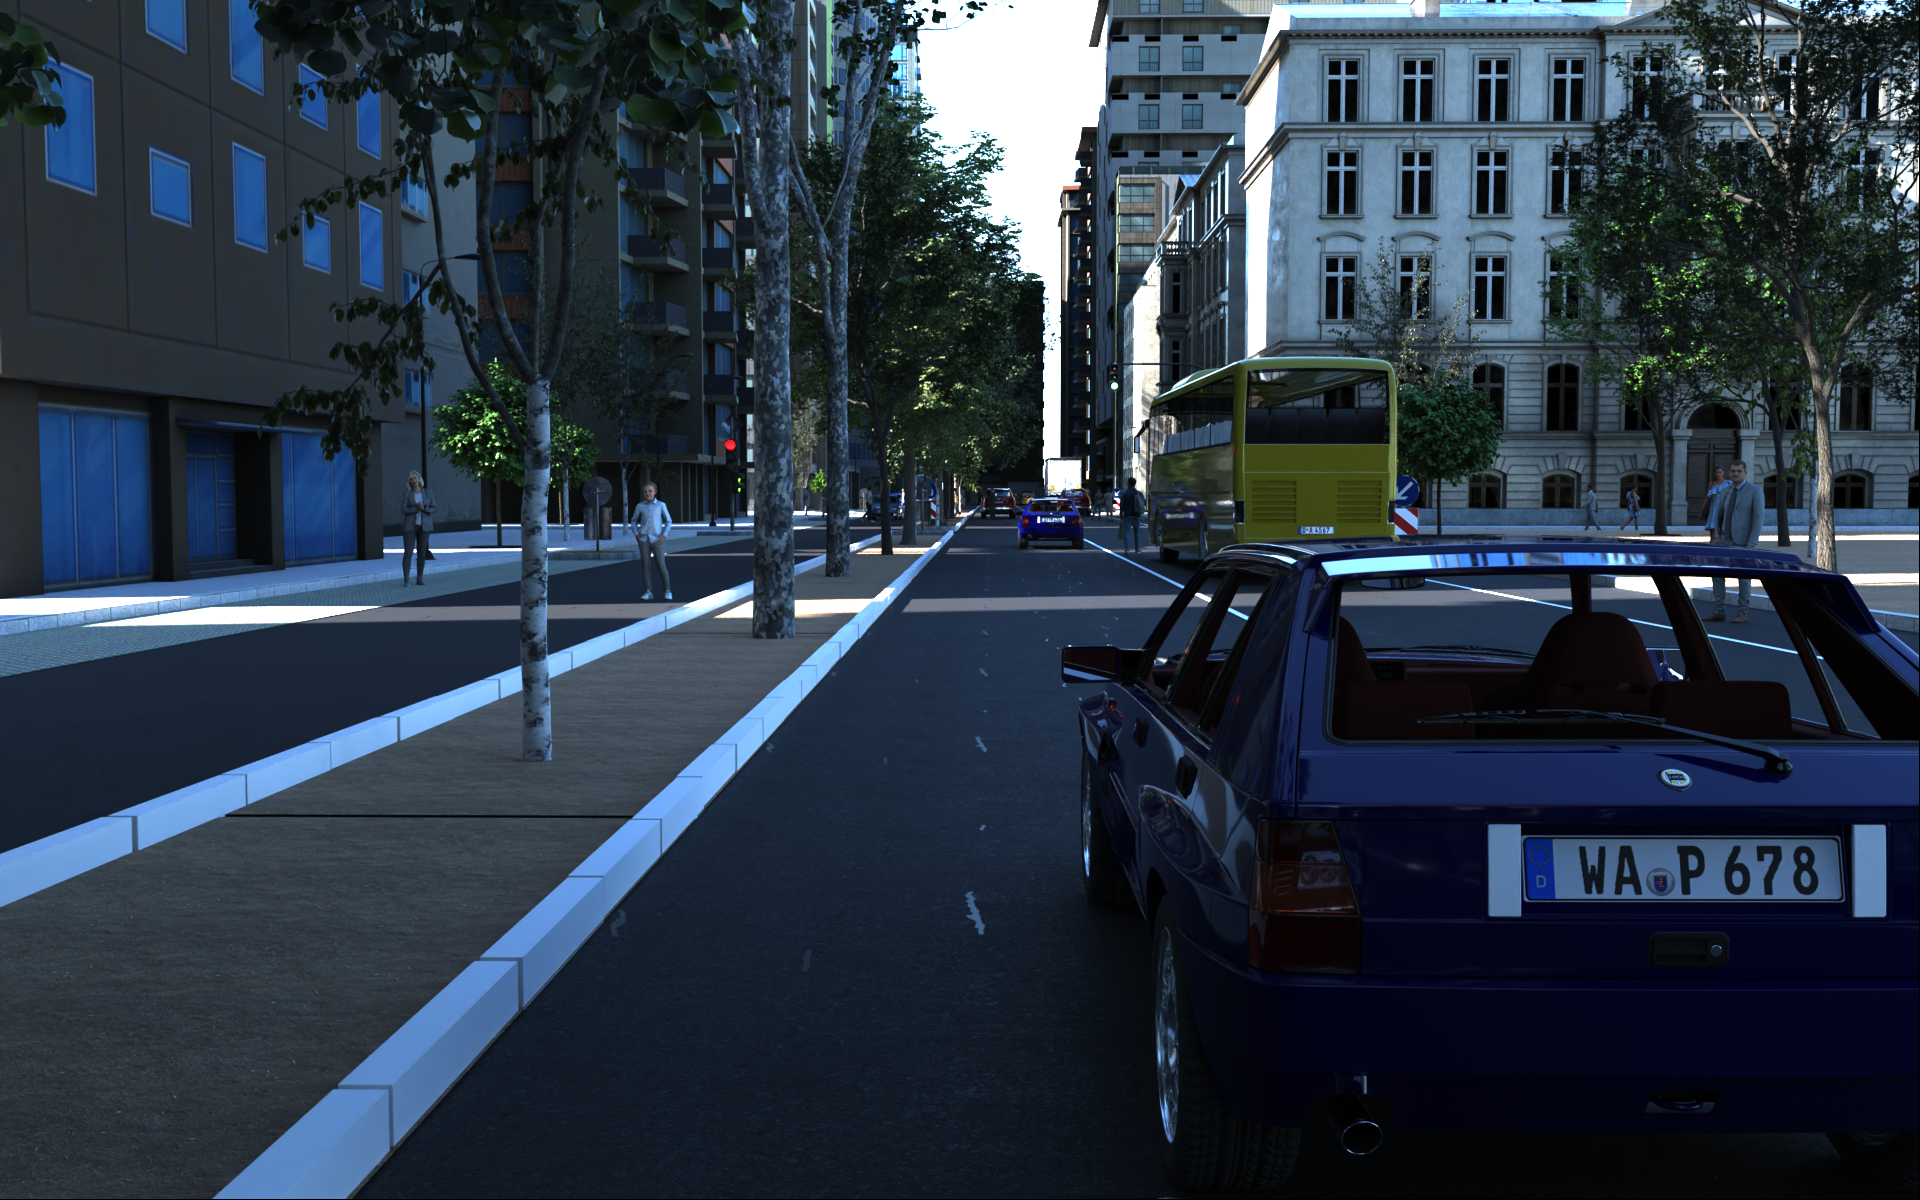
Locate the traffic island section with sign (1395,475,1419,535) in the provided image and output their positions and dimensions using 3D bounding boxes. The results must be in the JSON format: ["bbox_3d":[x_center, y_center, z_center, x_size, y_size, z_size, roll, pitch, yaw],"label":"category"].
[{"bbox_3d":[9.268,-1.756,37.336,1.989,1.847,2.006,0,4,1],"label":"traffic island section with sign"}]

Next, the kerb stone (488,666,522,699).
[{"bbox_3d":[-3.241,0.594,12.526,0.120,0.150,1.000,0,4,1],"label":"kerb stone"}]

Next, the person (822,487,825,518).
[{"bbox_3d":[-7.527,-5.443,97.595,0.850,1.850,0.679,0,4,5],"label":"person"}]

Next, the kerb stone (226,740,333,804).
[{"bbox_3d":[-3.314,0.842,8.429,0.120,0.150,1.000,0,4,1],"label":"kerb stone"}]

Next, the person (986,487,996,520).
[{"bbox_3d":[1.729,-5.443,97.670,0.590,1.801,0.661,0,4,-7],"label":"person"}]

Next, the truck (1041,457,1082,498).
[{"bbox_3d":[8.023,-9.048,136.848,2.839,4.237,11.283,0,4,1],"label":"truck"}]

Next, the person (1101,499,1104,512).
[{"bbox_3d":[11.395,-7.750,139.482,0.475,1.303,0.640,-2,4,-30],"label":"person"}]

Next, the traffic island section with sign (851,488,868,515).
[{"bbox_3d":[-6.601,-6.813,120.018,1.989,1.847,2.006,0,4,1],"label":"traffic island section with sign"}]

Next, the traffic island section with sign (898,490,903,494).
[{"bbox_3d":[-5.722,-9.883,170.211,1.989,1.847,2.006,0,4,1],"label":"traffic island section with sign"}]

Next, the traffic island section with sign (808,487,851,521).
[{"bbox_3d":[-7.067,-5.164,93.067,1.989,1.847,2.006,0,4,1],"label":"traffic island section with sign"}]

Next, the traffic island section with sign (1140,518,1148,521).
[{"bbox_3d":[10.245,-5.145,92.756,1.989,1.847,2.006,0,4,1],"label":"traffic island section with sign"}]

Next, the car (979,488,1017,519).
[{"bbox_3d":[2.245,-5.736,102.464,2.281,1.827,5.304,0,4,0],"label":"car"}]

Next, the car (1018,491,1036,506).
[{"bbox_3d":[8.315,-12.597,214.627,2.281,1.827,5.304,0,4,-1],"label":"car"}]

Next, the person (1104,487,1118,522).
[{"bbox_3d":[7.781,-4.928,89.429,0.716,1.782,0.532,1,4,8],"label":"person"}]

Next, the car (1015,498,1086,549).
[{"bbox_3d":[2.433,-2.074,46.493,1.945,1.354,3.894,0,4,3],"label":"car"}]

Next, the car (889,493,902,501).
[{"bbox_3d":[-6.006,-9.302,161.674,1.945,1.707,3.694,0,4,0],"label":"car"}]

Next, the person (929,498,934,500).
[{"bbox_3d":[-1.983,-6.942,122.262,0.793,1.790,0.793,3,4,36],"label":"person"}]

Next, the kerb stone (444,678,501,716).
[{"bbox_3d":[-3.267,0.661,11.504,0.120,0.150,1.000,0,4,1],"label":"kerb stone"}]

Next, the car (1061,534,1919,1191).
[{"bbox_3d":[1.284,0.469,4.910,1.945,1.354,3.894,0,4,0],"label":"car"}]

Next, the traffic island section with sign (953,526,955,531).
[{"bbox_3d":[-1.206,-3.662,68.013,2.006,1.907,1.989,0,4,1],"label":"traffic island section with sign"}]

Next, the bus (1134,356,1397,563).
[{"bbox_3d":[5.413,-2.522,32.775,2.896,3.916,12.252,0,4,-1],"label":"bus"}]

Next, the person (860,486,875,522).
[{"bbox_3d":[-4.687,-4.868,87.946,0.795,1.843,0.661,0,4,-1],"label":"person"}]

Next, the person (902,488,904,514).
[{"bbox_3d":[-3.918,-7.085,124.187,0.795,1.843,0.661,-2,4,-25],"label":"person"}]

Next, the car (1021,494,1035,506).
[{"bbox_3d":[8.261,-12.081,207.747,2.015,1.641,3.980,0,4,2],"label":"car"}]

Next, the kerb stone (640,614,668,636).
[{"bbox_3d":[-3.159,0.278,17.649,0.120,0.150,1.000,0,4,1],"label":"kerb stone"}]

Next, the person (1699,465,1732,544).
[{"bbox_3d":[13.823,-1.556,31.580,0.778,1.811,0.616,-3,4,-38],"label":"person"}]

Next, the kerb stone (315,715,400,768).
[{"bbox_3d":[-3.303,0.779,9.455,0.120,0.150,1.000,0,4,1],"label":"kerb stone"}]

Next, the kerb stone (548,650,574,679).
[{"bbox_3d":[-3.222,0.531,13.547,0.120,0.150,1.000,0,4,1],"label":"kerb stone"}]

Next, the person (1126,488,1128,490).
[{"bbox_3d":[9.379,-5.370,96.531,0.478,1.798,0.641,-3,4,-37],"label":"person"}]

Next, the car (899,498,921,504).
[{"bbox_3d":[-3.549,-7.377,130.202,1.945,1.707,3.694,0,4,3],"label":"car"}]

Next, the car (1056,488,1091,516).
[{"bbox_3d":[7.389,-6.352,112.533,2.281,1.827,5.304,0,4,1],"label":"car"}]

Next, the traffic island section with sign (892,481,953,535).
[{"bbox_3d":[-1.345,-3.209,60.607,2.006,1.907,1.989,0,4,1],"label":"traffic island section with sign"}]

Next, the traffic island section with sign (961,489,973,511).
[{"bbox_3d":[0.097,-8.257,143.141,2.006,1.907,1.989,0,4,1],"label":"traffic island section with sign"}]

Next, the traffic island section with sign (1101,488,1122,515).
[{"bbox_3d":[10.719,-6.794,119.707,1.989,1.847,2.006,0,4,1],"label":"traffic island section with sign"}]

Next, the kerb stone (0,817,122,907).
[{"bbox_3d":[-3.358,0.967,6.382,0.120,0.150,1.000,0,4,1],"label":"kerb stone"}]

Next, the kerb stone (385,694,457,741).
[{"bbox_3d":[-3.277,0.716,10.482,0.120,0.150,1.000,0,4,1],"label":"kerb stone"}]

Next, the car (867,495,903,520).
[{"bbox_3d":[-4.175,-5.178,96.658,2.014,1.417,4.499,0,4,2],"label":"car"}]

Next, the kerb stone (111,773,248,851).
[{"bbox_3d":[-3.330,0.904,7.407,0.120,0.150,1.000,0,4,1],"label":"kerb stone"}]

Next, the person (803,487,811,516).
[{"bbox_3d":[-8.932,-5.744,100.964,0.512,1.701,0.522,3,5,42],"label":"person"}]

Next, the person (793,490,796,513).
[{"bbox_3d":[-11.190,-6.689,115.179,0.659,1.850,0.755,-1,4,-13],"label":"person"}]

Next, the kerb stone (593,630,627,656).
[{"bbox_3d":[-3.193,0.403,15.602,0.120,0.150,1.000,0,4,1],"label":"kerb stone"}]

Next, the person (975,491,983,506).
[{"bbox_3d":[2.404,-12.294,209.466,1.348,1.831,0.705,-1,4,-18],"label":"person"}]

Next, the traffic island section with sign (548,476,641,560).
[{"bbox_3d":[-8.032,-1.801,38.079,1.989,1.847,2.006,0,4,1],"label":"traffic island section with sign"}]

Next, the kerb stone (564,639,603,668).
[{"bbox_3d":[-3.201,0.466,14.580,0.120,0.150,1.000,0,4,1],"label":"kerb stone"}]

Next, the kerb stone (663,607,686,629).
[{"bbox_3d":[-3.131,0.215,18.679,0.120,0.150,1.000,0,4,1],"label":"kerb stone"}]

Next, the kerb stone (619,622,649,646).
[{"bbox_3d":[-3.168,0.343,16.624,0.120,0.150,1.000,0,4,1],"label":"kerb stone"}]
